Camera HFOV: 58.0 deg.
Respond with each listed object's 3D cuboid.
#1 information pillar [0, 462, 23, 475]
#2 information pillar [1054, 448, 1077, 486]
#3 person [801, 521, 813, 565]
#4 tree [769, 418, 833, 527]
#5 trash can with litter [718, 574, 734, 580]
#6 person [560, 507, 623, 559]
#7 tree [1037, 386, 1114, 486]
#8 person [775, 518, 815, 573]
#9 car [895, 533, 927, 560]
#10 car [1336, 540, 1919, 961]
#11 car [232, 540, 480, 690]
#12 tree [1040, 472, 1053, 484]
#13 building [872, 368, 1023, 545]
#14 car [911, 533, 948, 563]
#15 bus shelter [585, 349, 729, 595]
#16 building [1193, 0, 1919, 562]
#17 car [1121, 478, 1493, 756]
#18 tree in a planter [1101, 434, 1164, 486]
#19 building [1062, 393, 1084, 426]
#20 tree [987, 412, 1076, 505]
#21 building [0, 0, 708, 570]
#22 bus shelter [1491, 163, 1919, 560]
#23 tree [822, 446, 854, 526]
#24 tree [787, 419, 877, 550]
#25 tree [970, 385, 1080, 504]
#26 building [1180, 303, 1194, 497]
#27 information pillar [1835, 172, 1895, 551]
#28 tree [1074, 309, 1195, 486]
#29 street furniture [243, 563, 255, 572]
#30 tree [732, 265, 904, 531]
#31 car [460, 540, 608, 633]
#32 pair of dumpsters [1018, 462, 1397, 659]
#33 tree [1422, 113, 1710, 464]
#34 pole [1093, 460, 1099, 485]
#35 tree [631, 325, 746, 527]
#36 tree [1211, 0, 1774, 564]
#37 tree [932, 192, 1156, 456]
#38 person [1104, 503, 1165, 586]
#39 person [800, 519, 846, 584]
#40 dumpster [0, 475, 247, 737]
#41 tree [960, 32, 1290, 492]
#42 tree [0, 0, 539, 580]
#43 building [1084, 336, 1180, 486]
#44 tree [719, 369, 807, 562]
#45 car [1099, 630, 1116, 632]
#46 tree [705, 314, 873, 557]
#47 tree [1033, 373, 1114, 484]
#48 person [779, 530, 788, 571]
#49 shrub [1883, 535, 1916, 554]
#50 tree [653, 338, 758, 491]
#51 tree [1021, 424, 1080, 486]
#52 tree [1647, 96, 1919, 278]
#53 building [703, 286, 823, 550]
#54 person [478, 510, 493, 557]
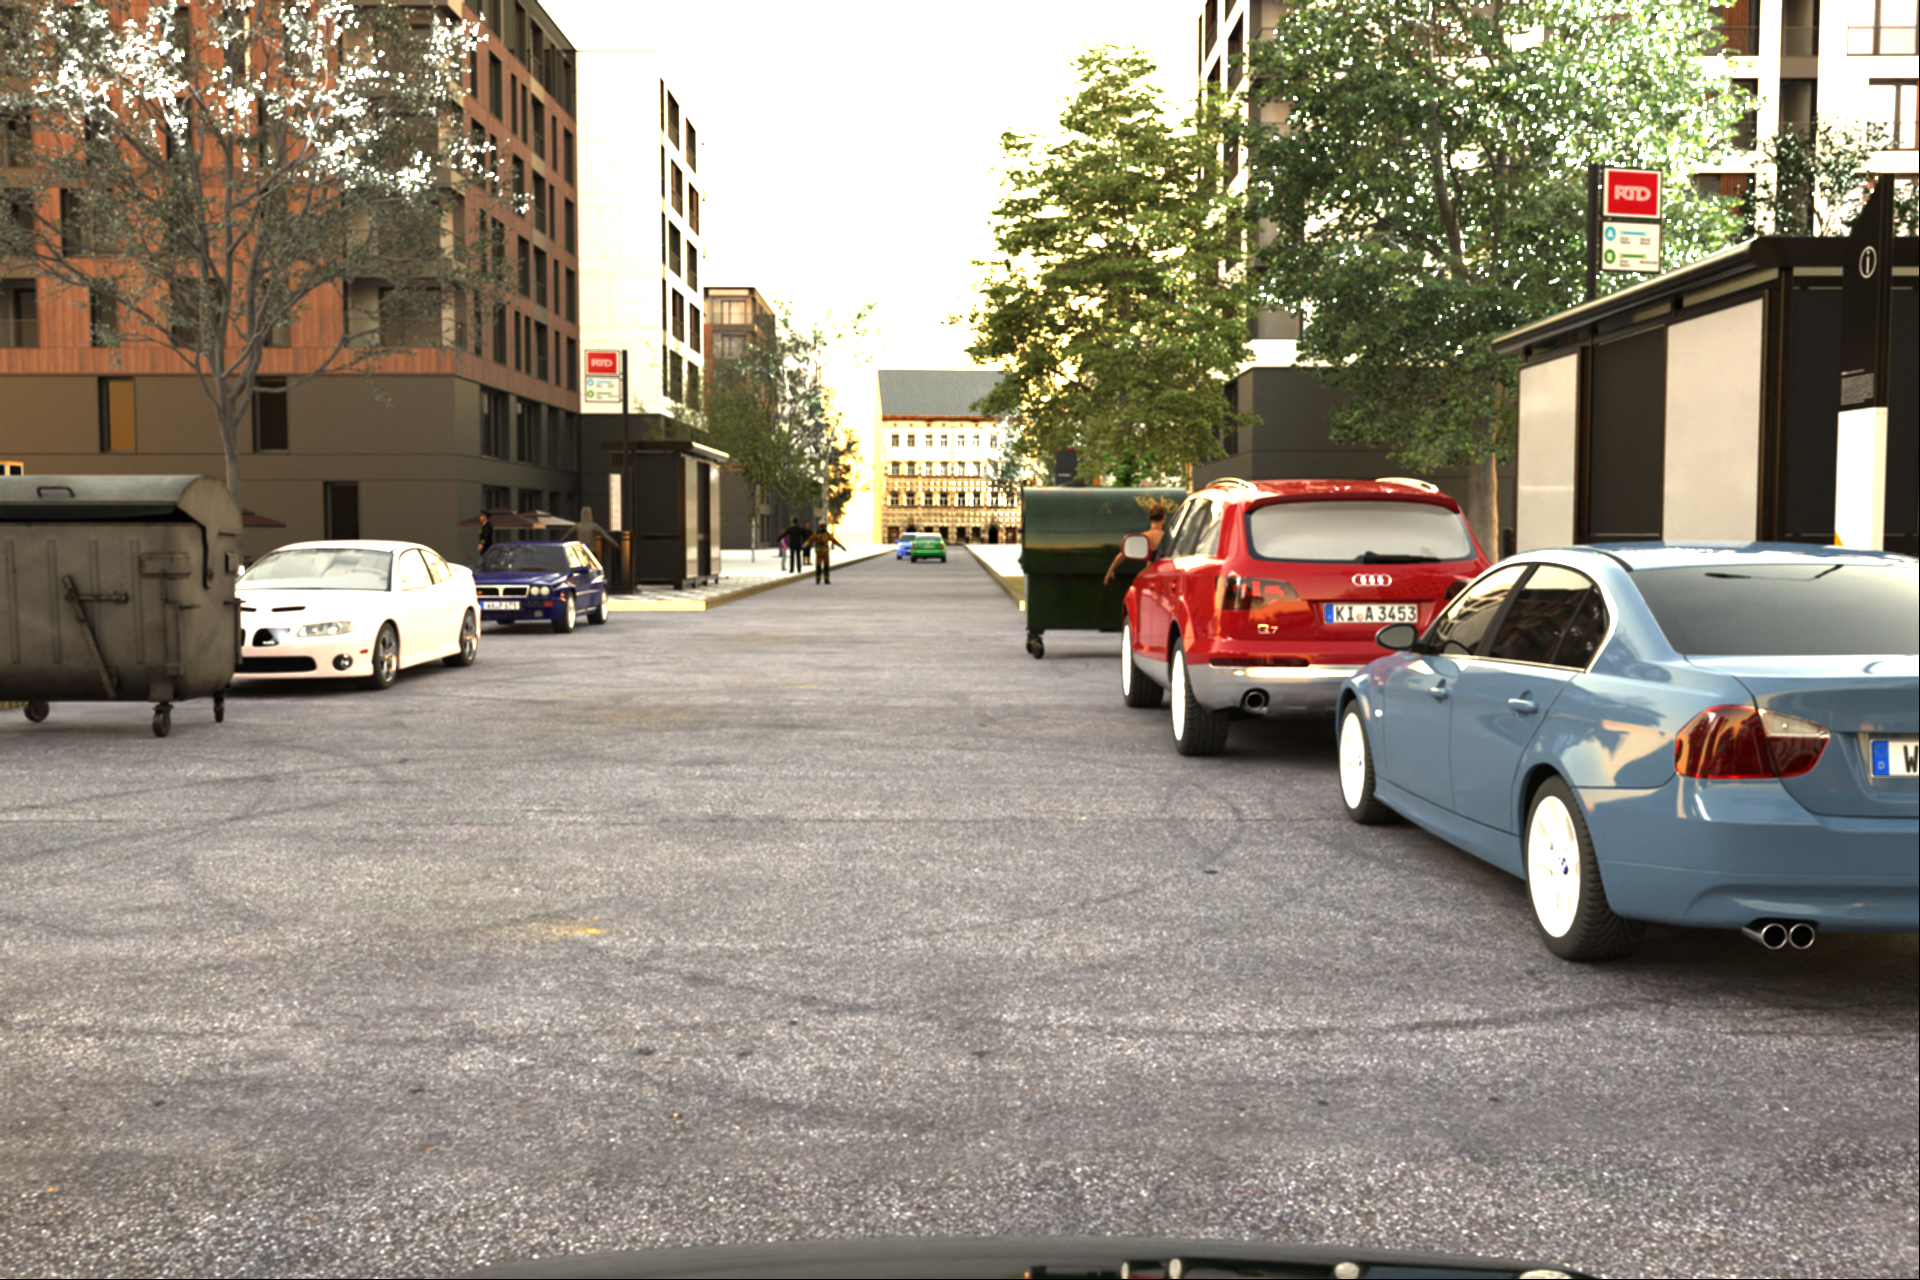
[{"bbox_3d":[-9.782,-0.809,17.720,0.304,2.012,0.304,0,4,-1],"label":"information pillar"},{"bbox_3d":[3.178,-3.843,52.213,0.750,3.857,0.750,0,4,-2],"label":"information pillar"},{"bbox_3d":[-6.292,-3.987,71.322,0.704,1.812,1.346,3,5,43],"label":"person"},{"bbox_3d":[-10.100,-9.601,107.338,4.737,8.622,4.395,0,3,0],"label":"tree"},{"bbox_3d":[-7.092,-2.357,49.602,1.678,1.210,2.233,0,4,-1],"label":"trash can with litter"},{"bbox_3d":[-7.227,-1.680,33.595,1.348,1.813,0.705,0,4,3],"label":"person"},{"bbox_3d":[6.111,-8.173,83.996,4.360,8.622,3.978,0,3,0],"label":"tree"},{"bbox_3d":[-5.452,-3.124,57.301,1.346,1.802,0.704,-1,4,-14],"label":"person"},{"bbox_3d":[-2.705,-5.411,98.059,1.945,1.707,3.694,0,4,-1],"label":"car"},{"bbox_3d":[2.837,0.299,7.121,2.014,1.417,4.499,0,4,-1],"label":"car"},{"bbox_3d":[-6.209,-0.309,17.421,2.083,1.381,4.827,0,4,-1],"label":"car"},{"bbox_3d":[14.722,-19.628,227.576,9.857,13.997,8.962,0,3,0],"label":"tree"},{"bbox_3d":[-1.968,-24.196,228.986,18.063,23.208,19.493,0,4,-6],"label":"building"},{"bbox_3d":[-1.600,-4.851,88.117,1.959,1.807,4.718,0,4,-1],"label":"car"},{"bbox_3d":[-7.063,-3.842,40.441,2.179,5.291,8.768,0,3,0],"label":"bus shelter"},{"bbox_3d":[22.958,-13.761,68.973,27.936,21.610,32.646,0,4,0],"label":"building"},{"bbox_3d":[2.394,-0.248,12.736,2.281,1.827,5.304,0,4,-1],"label":"car"},{"bbox_3d":[3.013,-2.064,30.973,1.991,3.239,1.994,0,4,-1],"label":"tree in a planter"},{"bbox_3d":[21.553,-22.853,204.570,19.493,23.208,18.063,0,4,0],"label":"building"},{"bbox_3d":[5.516,-11.457,121.734,7.601,10.594,8.767,-1,4,-18],"label":"tree"},{"bbox_3d":[-26.664,-13.904,71.301,27.936,21.610,32.646,0,3,0],"label":"building"},{"bbox_3d":[6.628,-2.380,16.541,2.179,5.291,8.768,0,4,0],"label":"bus shelter"},{"bbox_3d":[-18.392,-19.523,225.862,9.857,13.997,8.962,0,3,0],"label":"tree"},{"bbox_3d":[-10.377,-12.516,139.044,8.767,10.594,7.601,1,4,12],"label":"tree"},{"bbox_3d":[5.704,-13.781,135.683,12.009,13.543,11.850,0,3,0],"label":"tree"},{"bbox_3d":[24.618,-17.136,111.100,19.493,23.208,18.063,0,3,0],"label":"building"},{"bbox_3d":[6.008,-1.234,11.532,0.183,3.616,0.504,0,3,0],"label":"information pillar"},{"bbox_3d":[5.435,-6.425,55.410,4.737,8.622,4.395,0,3,0],"label":"tree"},{"bbox_3d":[-20.150,-2.139,50.592,10.072,0.657,5.734,-1,4,-15],"label":"street furniture"},{"bbox_3d":[-11.172,-16.416,124.289,12.611,20.169,13.585,0,3,0],"label":"tree"},{"bbox_3d":[-6.493,-0.838,26.274,1.945,1.354,3.894,0,4,-1],"label":"car"},{"bbox_3d":[2.895,-0.942,20.348,4.436,2.255,1.574,0,3,0],"label":"pair of dumpsters"},{"bbox_3d":[16.002,-7.790,45.492,7.486,12.596,7.792,0,3,0],"label":"tree"},{"bbox_3d":[3.683,-3.241,46.839,0.158,3.312,0.155,0,3,0],"label":"pole"},{"bbox_3d":[-9.407,-6.770,61.057,4.360,8.622,3.978,0,3,0],"label":"tree"},{"bbox_3d":[9.137,-7.521,29.622,9.857,13.997,8.962,0,3,0],"label":"tree"},{"bbox_3d":[4.174,-14.811,98.051,12.611,20.169,13.585,0,3,0],"label":"tree"},{"bbox_3d":[1.987,-0.485,17.196,1.217,1.733,0.721,2,4,28],"label":"person"},{"bbox_3d":[-3.946,-2.540,49.747,1.354,1.858,0.705,-1,4,-14],"label":"person"},{"bbox_3d":[-6.345,-0.271,12.646,1.865,1.857,1.264,0,4,0],"label":"dumpster"},{"bbox_3d":[3.790,-7.480,40.421,7.486,12.596,7.792,0,3,0],"label":"tree"},{"bbox_3d":[-12.338,-7.264,29.143,12.009,13.543,11.850,0,3,0],"label":"tree"},{"bbox_3d":[21.129,-18.168,163.504,16.747,18.905,31.486,0,4,0],"label":"building"},{"bbox_3d":[-9.184,-7.843,78.602,4.737,8.622,4.395,0,3,0],"label":"tree"},{"bbox_3d":[2.884,-0.865,26.730,1.945,1.354,3.894,0,4,0],"label":"car"},{"bbox_3d":[-10.009,-11.382,96.458,12.009,13.543,11.850,0,3,0],"label":"tree"},{"bbox_3d":[5.518,-7.856,78.806,4.360,8.622,3.978,0,3,0],"label":"tree"},{"bbox_3d":[-6.091,-3.134,60.508,0.599,1.433,0.991,0,4,-2],"label":"person"},{"bbox_3d":[27.819,-2.901,51.844,1.690,2.028,1.600,0,3,0],"label":"shrub"},{"bbox_3d":[-9.507,-7.017,65.093,4.360,8.622,3.978,0,3,0],"label":"tree"},{"bbox_3d":[5.697,-9.965,113.295,4.360,8.622,3.978,0,3,0],"label":"tree"},{"bbox_3d":[18.781,-6.234,36.344,8.767,10.594,7.601,0,4,4],"label":"tree"},{"bbox_3d":[-27.584,-19.273,159.094,27.936,21.610,32.646,0,4,-1],"label":"building"},{"bbox_3d":[-11.013,-2.093,40.161,0.705,1.837,1.347,-1,4,-12],"label":"person"}]
